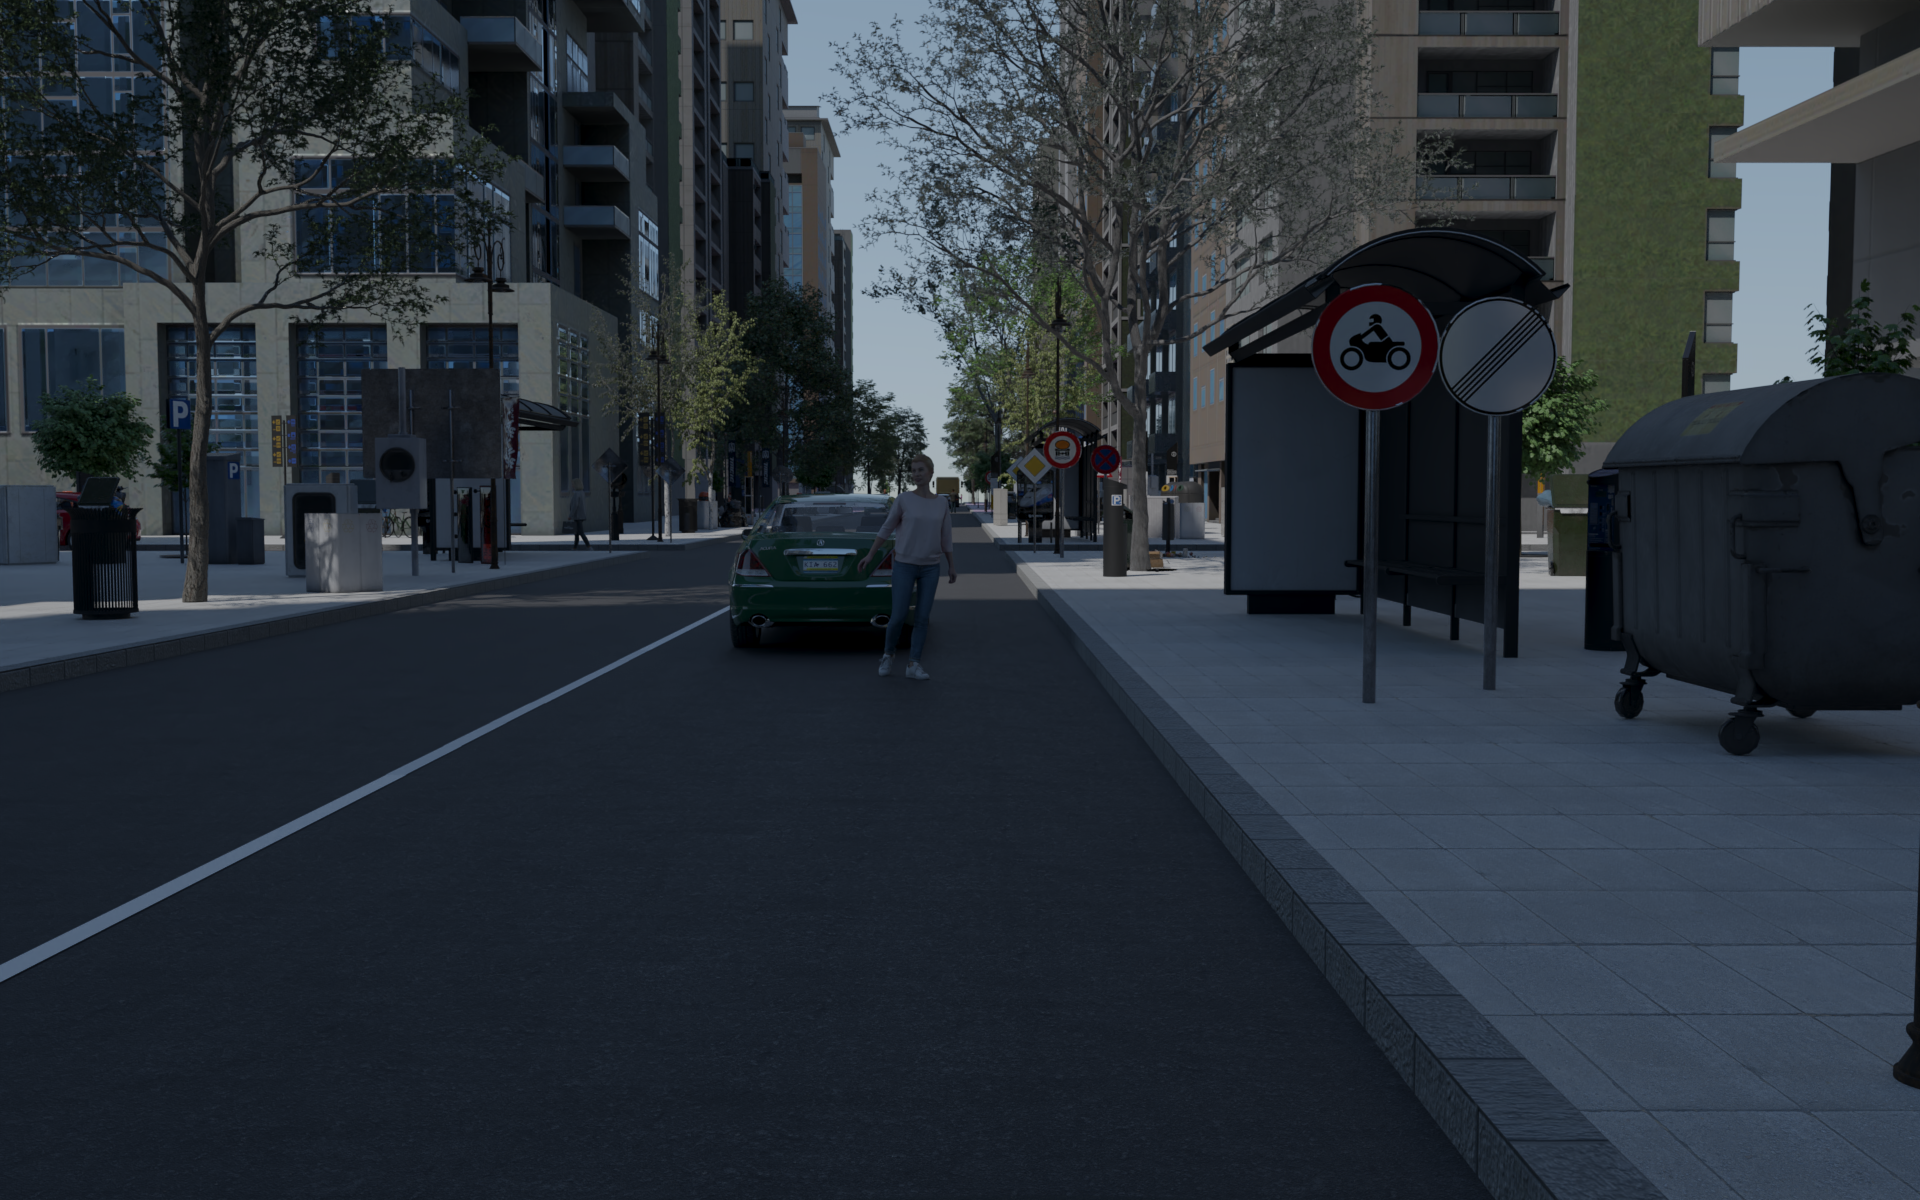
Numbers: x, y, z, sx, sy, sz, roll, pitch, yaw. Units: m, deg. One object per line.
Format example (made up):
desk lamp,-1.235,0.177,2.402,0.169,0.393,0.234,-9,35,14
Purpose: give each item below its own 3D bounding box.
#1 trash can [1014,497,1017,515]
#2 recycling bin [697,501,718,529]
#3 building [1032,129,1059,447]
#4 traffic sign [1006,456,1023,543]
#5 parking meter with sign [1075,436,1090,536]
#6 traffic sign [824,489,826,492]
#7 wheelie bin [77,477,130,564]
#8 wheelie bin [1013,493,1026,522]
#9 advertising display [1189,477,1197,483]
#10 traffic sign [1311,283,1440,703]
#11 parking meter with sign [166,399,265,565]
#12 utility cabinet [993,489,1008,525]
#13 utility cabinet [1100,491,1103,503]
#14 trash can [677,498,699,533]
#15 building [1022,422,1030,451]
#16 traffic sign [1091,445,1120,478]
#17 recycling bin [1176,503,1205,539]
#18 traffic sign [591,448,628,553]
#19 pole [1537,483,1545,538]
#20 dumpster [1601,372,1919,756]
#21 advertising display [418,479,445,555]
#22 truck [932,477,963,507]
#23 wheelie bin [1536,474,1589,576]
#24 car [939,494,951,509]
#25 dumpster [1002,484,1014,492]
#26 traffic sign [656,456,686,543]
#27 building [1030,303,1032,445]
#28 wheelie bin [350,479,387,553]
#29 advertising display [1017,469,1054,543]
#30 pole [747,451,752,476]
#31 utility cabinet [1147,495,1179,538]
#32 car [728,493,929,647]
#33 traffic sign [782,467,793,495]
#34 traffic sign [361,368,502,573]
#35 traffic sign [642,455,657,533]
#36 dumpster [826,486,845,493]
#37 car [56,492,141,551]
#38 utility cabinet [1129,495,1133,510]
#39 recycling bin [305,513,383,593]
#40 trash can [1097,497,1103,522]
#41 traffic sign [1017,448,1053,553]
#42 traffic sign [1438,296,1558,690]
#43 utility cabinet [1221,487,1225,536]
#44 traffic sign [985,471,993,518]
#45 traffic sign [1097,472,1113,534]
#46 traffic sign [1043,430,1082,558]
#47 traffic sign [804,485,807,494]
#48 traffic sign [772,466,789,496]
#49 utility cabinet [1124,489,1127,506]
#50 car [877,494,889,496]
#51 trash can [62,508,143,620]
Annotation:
trash can,3.419,-5.360,99.286,0.748,1.137,0.748,0,3,0
recycling bin,-9.330,-3.095,63.160,0.722,1.027,0.722,3,4,37
building,20.475,-36.762,224.759,21.300,48.544,21.600,0,3,0
traffic sign,1.599,-2.558,45.473,0.795,2.450,0.064,0,3,0
parking meter with sign,3.789,-3.480,53.155,0.543,3.016,1.738,0,4,-3
traffic sign,-9.358,-7.337,120.058,0.768,2.556,0.104,0,4,5
wheelie bin,-15.823,-1.473,31.988,0.980,1.594,0.693,0,4,7
wheelie bin,2.920,-4.342,78.902,0.980,1.594,0.693,0,4,8
advertising display,8.623,-3.608,64.204,0.123,1.923,0.974,0,4,-2
traffic sign,2.515,-0.640,10.572,0.768,2.556,0.104,0,4,5
parking meter with sign,-13.581,-2.168,31.704,1.738,3.016,0.543,1,4,16
utility cabinet,1.652,-3.765,70.238,0.318,1.500,1.173,-1,4,-13
utility cabinet,8.688,-5.765,102.941,0.318,1.500,1.173,-1,4,-18
trash can,-8.941,-2.771,56.961,0.748,1.137,0.748,0,3,0
building,23.658,-25.751,266.075,27.650,21.520,28.899,0,3,0
traffic sign,3.752,-2.727,44.696,0.768,2.556,0.104,0,4,7
recycling bin,6.567,-2.250,49.347,0.722,1.027,0.722,0,4,-2
traffic sign,-7.579,-2.070,37.489,0.795,2.450,0.064,0,3,0
pole,16.947,-3.464,50.486,0.158,3.312,0.155,0,3,0
dumpster,4.331,-0.207,9.140,1.264,1.857,1.865,0,4,0
advertising display,-11.328,-1.943,36.989,0.123,1.923,0.974,2,4,24
truck,-1.352,-11.942,191.181,3.469,3.379,9.791,0,4,-1
wheelie bin,9.551,-1.181,27.218,0.980,1.594,0.693,1,4,8
car,-1.609,-9.581,168.653,2.014,1.417,4.499,0,4,1
dumpster,3.551,-7.097,118.537,1.502,2.255,1.985,0,3,0
traffic sign,-7.596,-2.559,45.474,0.795,2.450,0.064,0,3,0
building,16.740,-28.886,243.991,14.160,30.474,14.107,0,3,0
wheelie bin,-12.778,-1.793,37.218,0.980,1.594,0.693,-1,4,-14
advertising display,1.967,-2.450,45.269,0.974,1.923,0.123,0,4,0
pole,-10.015,-5.425,82.549,0.158,3.312,0.155,0,3,0
utility cabinet,5.909,-2.440,51.051,1.020,1.237,0.306,2,4,28
car,-1.233,-0.356,17.625,2.131,1.459,4.920,0,3,0
traffic sign,-8.276,-5.012,82.049,0.768,2.556,0.104,0,4,2
traffic sign,-8.576,-2.095,28.122,2.265,3.308,0.079,0,4,1
traffic sign,-10.087,-3.474,56.912,0.768,2.556,0.104,0,4,5
dumpster,-8.507,-6.875,118.169,1.264,1.857,1.865,0,3,0
car,-22.062,-1.983,41.464,4.494,1.783,2.155,0,4,0
utility cabinet,8.414,-4.262,80.843,1.020,1.237,0.306,2,4,24
recycling bin,-8.111,-0.627,22.803,0.722,1.027,0.722,3,4,37
trash can,6.062,-4.028,77.514,0.748,1.137,0.748,0,3,0
traffic sign,1.615,-2.070,37.488,0.795,2.450,0.064,0,3,0
traffic sign,3.475,-0.684,11.290,0.768,2.556,0.104,0,4,1
utility cabinet,8.025,-2.653,52.051,0.318,1.500,1.173,0,4,4
traffic sign,1.732,-5.716,93.558,0.768,2.556,0.104,0,4,5
traffic sign,4.425,-3.380,55.259,0.884,2.594,0.081,0,4,4
traffic sign,2.053,-2.121,34.791,0.768,2.556,0.104,0,4,2
traffic sign,-9.852,-6.771,110.811,0.768,2.556,0.104,0,4,8
traffic sign,-8.028,-4.727,77.385,0.768,2.556,0.104,0,4,6
utility cabinet,4.930,-2.735,53.394,0.318,1.500,1.173,0,4,-2
car,-5.446,-6.398,116.412,2.131,1.459,4.920,0,4,0
trash can,-8.808,-0.378,17.838,0.748,1.137,0.748,0,3,0
